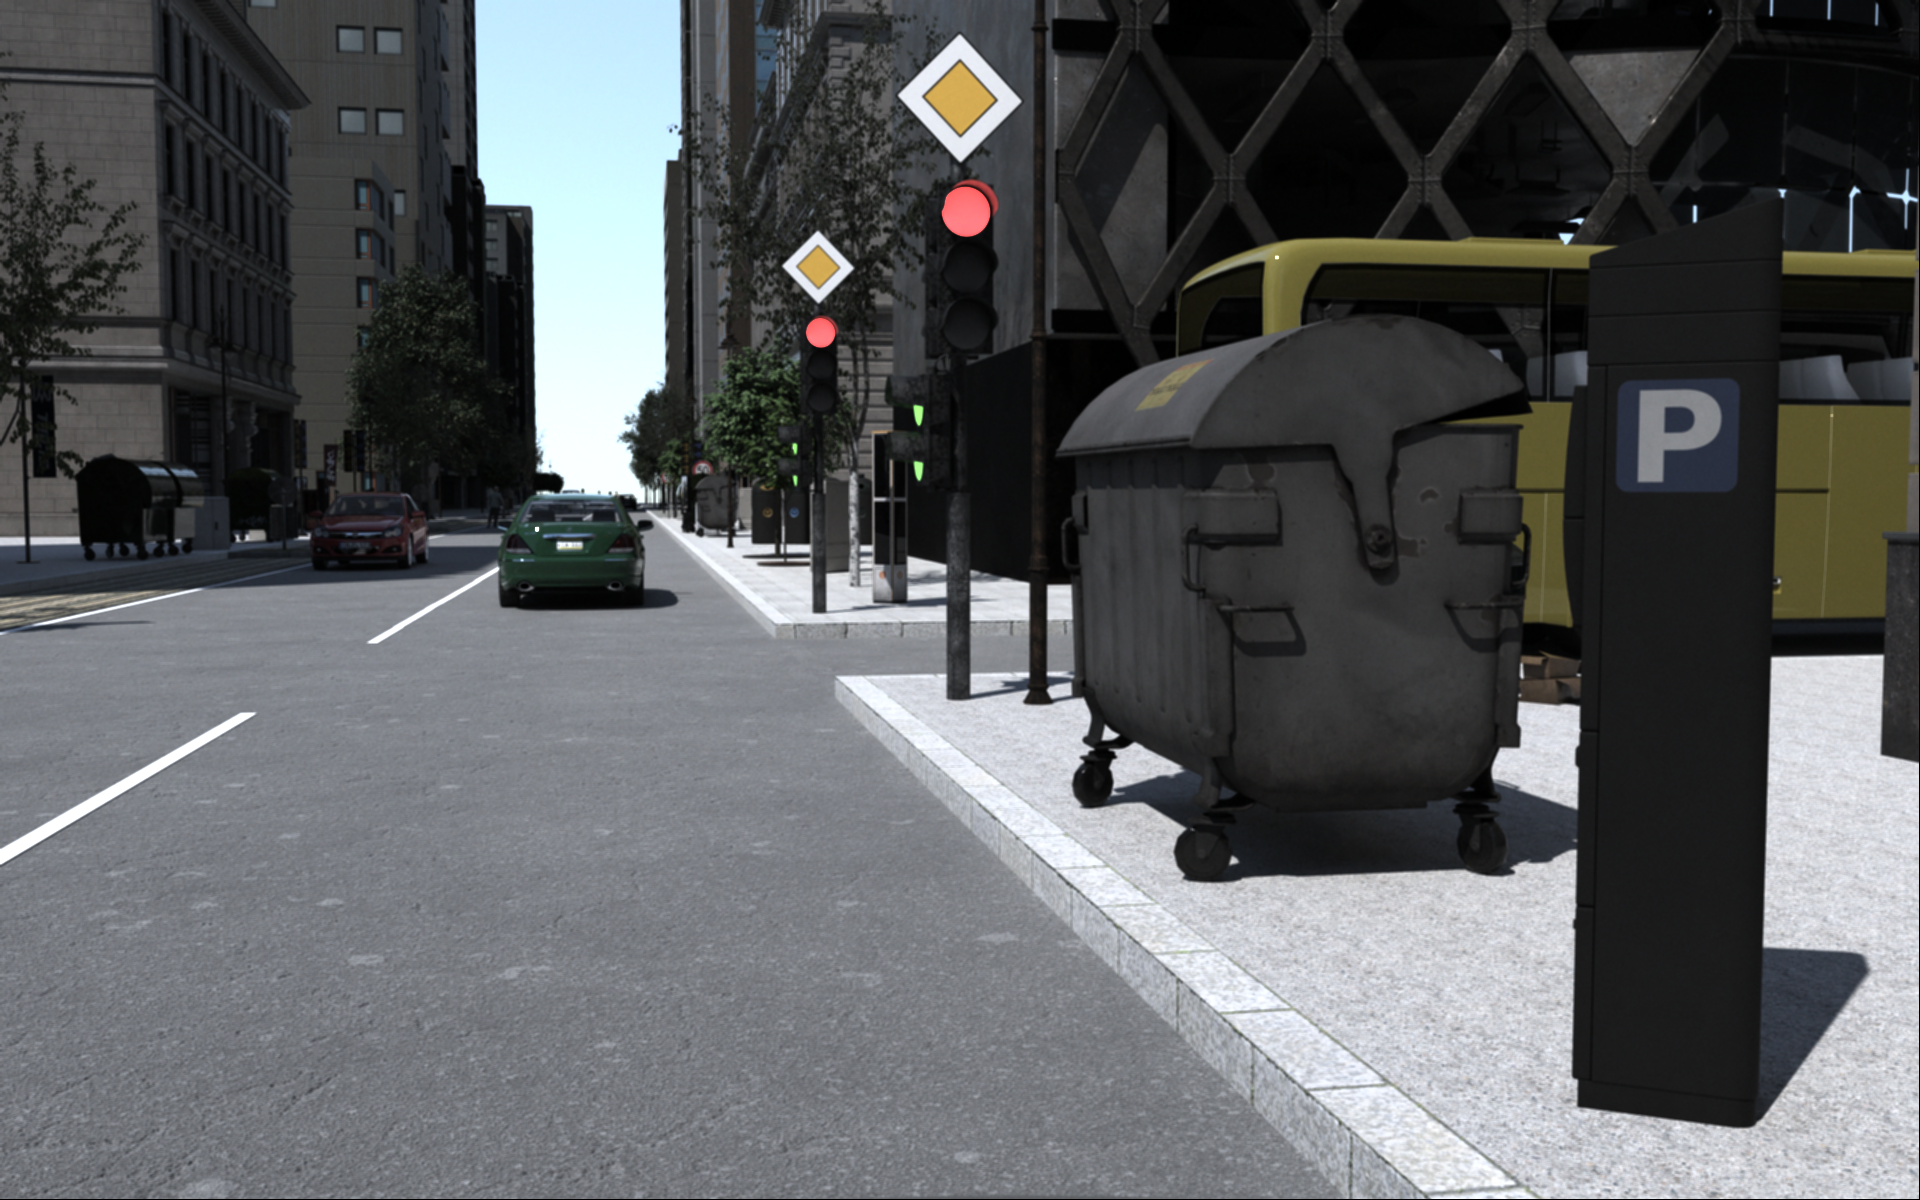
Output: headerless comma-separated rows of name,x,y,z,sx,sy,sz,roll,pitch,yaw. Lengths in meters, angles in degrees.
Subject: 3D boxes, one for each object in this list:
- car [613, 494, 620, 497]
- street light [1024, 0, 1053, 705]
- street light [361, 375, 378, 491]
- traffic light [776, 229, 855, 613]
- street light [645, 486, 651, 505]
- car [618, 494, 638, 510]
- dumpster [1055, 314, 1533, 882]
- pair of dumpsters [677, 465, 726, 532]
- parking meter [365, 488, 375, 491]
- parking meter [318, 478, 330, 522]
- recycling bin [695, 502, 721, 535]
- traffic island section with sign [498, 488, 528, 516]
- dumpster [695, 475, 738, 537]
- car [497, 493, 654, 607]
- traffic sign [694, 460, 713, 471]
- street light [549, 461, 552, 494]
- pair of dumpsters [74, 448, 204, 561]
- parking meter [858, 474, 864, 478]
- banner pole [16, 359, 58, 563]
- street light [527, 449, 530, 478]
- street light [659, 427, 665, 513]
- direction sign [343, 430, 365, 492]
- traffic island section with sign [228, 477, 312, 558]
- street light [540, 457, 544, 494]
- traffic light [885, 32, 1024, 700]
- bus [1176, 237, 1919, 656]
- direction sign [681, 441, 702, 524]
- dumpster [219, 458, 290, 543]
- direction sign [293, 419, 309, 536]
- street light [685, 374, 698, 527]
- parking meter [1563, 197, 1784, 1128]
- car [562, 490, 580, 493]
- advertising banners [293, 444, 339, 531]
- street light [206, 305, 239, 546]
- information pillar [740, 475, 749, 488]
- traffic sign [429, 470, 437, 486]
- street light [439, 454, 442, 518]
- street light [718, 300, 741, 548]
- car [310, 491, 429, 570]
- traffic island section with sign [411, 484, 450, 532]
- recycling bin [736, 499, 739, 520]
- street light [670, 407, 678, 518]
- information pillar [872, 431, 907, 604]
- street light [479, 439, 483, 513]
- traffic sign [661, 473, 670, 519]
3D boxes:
car,-37.112,-10.885,188.196,2.015,1.641,3.980,-1,4,-11
street light,0.479,-2.303,10.443,0.468,5.910,1.993,-1,4,-11
street light,-22.925,-5.782,67.329,0.468,5.910,1.993,-1,4,-11
traffic light,-1.534,-1.813,18.562,0.839,4.253,0.868,-1,4,-11
street light,-40.353,-15.283,222.657,0.468,5.910,1.993,-1,4,-11
car,-29.749,-8.850,154.481,2.009,1.686,4.222,-1,4,-13
dumpster,1.177,-0.043,6.457,1.264,1.857,1.865,-1,4,-11
pair of dumpsters,-8.997,-3.535,60.293,1.574,2.255,4.437,-1,4,-11
parking meter,-23.767,-3.753,69.766,0.372,1.533,0.369,0,3,0
parking meter,-23.351,-3.540,63.586,0.255,1.863,0.399,1,4,12
recycling bin,-7.852,-2.539,54.060,0.722,1.027,0.722,0,4,-1
traffic island section with sign,-29.934,-6.509,115.056,1.989,1.847,2.006,-1,4,-11
dumpster,-7.330,-2.842,52.220,1.264,1.857,1.865,-1,4,-11
car,-5.225,-0.716,23.502,2.131,1.459,4.920,-1,4,-11
traffic sign,-9.702,-3.996,65.440,0.768,2.556,0.104,0,4,-2
street light,-53.303,-15.449,225.375,0.468,5.910,1.993,-1,4,-11
pair of dumpsters,-16.725,-2.007,35.316,1.574,2.255,4.437,-1,4,-11
parking meter,-2.950,-2.693,49.746,0.255,1.863,0.399,3,4,36
banner pole,-17.157,-2.578,32.171,0.863,3.779,0.401,1,4,8
street light,-43.396,-12.326,174.325,0.468,5.910,1.993,-1,4,-11
street light,-20.020,-8.820,116.992,0.468,5.910,1.993,-1,4,-11
direction sign,-21.396,-4.234,61.225,0.876,3.537,0.379,1,4,21
traffic island section with sign,-15.397,-1.879,39.351,1.989,1.847,2.006,-1,4,-11
street light,-48.194,-13.866,199.498,0.468,5.910,1.993,-1,4,-11
traffic light,-0.029,-1.333,10.719,0.839,4.253,0.868,-1,4,-11
bus,8.262,-1.521,16.421,12.252,3.916,2.896,-1,4,-11
direction sign,-11.374,-4.980,73.421,0.876,3.537,0.379,-2,4,-24
dumpster,-18.850,-2.681,46.327,1.502,2.255,1.985,-1,4,-11
direction sign,-20.051,-3.712,52.693,0.379,3.537,0.876,0,4,1
street light,-10.370,-5.763,67.020,0.468,5.910,1.993,-1,4,-11
parking meter,1.474,0.128,3.622,0.399,1.863,0.255,2,4,23
car,-34.403,-8.839,153.188,2.281,1.827,5.304,-1,4,-12
advertising banners,-22.721,-3.934,60.503,2.074,3.025,0.090,-2,4,-35
street light,-18.011,-4.260,42.435,0.468,5.910,1.993,-1,4,-11
information pillar,-8.451,-3.883,67.987,0.304,2.012,0.304,-1,4,-15
traffic sign,-27.719,-5.525,90.438,0.768,2.556,0.104,0,4,-2
street light,-27.582,-7.277,91.762,0.468,5.910,1.993,-1,4,-11
street light,-5.510,-4.196,41.386,0.468,5.910,1.993,-1,4,-11
car,-11.650,-1.546,34.312,2.155,1.783,4.494,-1,4,-11
traffic island section with sign,-20.486,-3.498,65.824,1.989,1.847,2.006,-1,4,-11
recycling bin,-11.123,-4.447,85.264,0.722,1.027,0.722,-3,5,-39
street light,-15.187,-7.298,92.108,0.468,5.910,1.993,-1,4,-11
information pillar,-0.823,-0.968,20.321,0.304,2.012,0.304,2,4,35
street light,-32.293,-8.814,116.900,0.468,5.910,1.993,-1,4,-11
traffic sign,-15.258,-5.544,90.756,0.768,2.556,0.104,0,4,-6
